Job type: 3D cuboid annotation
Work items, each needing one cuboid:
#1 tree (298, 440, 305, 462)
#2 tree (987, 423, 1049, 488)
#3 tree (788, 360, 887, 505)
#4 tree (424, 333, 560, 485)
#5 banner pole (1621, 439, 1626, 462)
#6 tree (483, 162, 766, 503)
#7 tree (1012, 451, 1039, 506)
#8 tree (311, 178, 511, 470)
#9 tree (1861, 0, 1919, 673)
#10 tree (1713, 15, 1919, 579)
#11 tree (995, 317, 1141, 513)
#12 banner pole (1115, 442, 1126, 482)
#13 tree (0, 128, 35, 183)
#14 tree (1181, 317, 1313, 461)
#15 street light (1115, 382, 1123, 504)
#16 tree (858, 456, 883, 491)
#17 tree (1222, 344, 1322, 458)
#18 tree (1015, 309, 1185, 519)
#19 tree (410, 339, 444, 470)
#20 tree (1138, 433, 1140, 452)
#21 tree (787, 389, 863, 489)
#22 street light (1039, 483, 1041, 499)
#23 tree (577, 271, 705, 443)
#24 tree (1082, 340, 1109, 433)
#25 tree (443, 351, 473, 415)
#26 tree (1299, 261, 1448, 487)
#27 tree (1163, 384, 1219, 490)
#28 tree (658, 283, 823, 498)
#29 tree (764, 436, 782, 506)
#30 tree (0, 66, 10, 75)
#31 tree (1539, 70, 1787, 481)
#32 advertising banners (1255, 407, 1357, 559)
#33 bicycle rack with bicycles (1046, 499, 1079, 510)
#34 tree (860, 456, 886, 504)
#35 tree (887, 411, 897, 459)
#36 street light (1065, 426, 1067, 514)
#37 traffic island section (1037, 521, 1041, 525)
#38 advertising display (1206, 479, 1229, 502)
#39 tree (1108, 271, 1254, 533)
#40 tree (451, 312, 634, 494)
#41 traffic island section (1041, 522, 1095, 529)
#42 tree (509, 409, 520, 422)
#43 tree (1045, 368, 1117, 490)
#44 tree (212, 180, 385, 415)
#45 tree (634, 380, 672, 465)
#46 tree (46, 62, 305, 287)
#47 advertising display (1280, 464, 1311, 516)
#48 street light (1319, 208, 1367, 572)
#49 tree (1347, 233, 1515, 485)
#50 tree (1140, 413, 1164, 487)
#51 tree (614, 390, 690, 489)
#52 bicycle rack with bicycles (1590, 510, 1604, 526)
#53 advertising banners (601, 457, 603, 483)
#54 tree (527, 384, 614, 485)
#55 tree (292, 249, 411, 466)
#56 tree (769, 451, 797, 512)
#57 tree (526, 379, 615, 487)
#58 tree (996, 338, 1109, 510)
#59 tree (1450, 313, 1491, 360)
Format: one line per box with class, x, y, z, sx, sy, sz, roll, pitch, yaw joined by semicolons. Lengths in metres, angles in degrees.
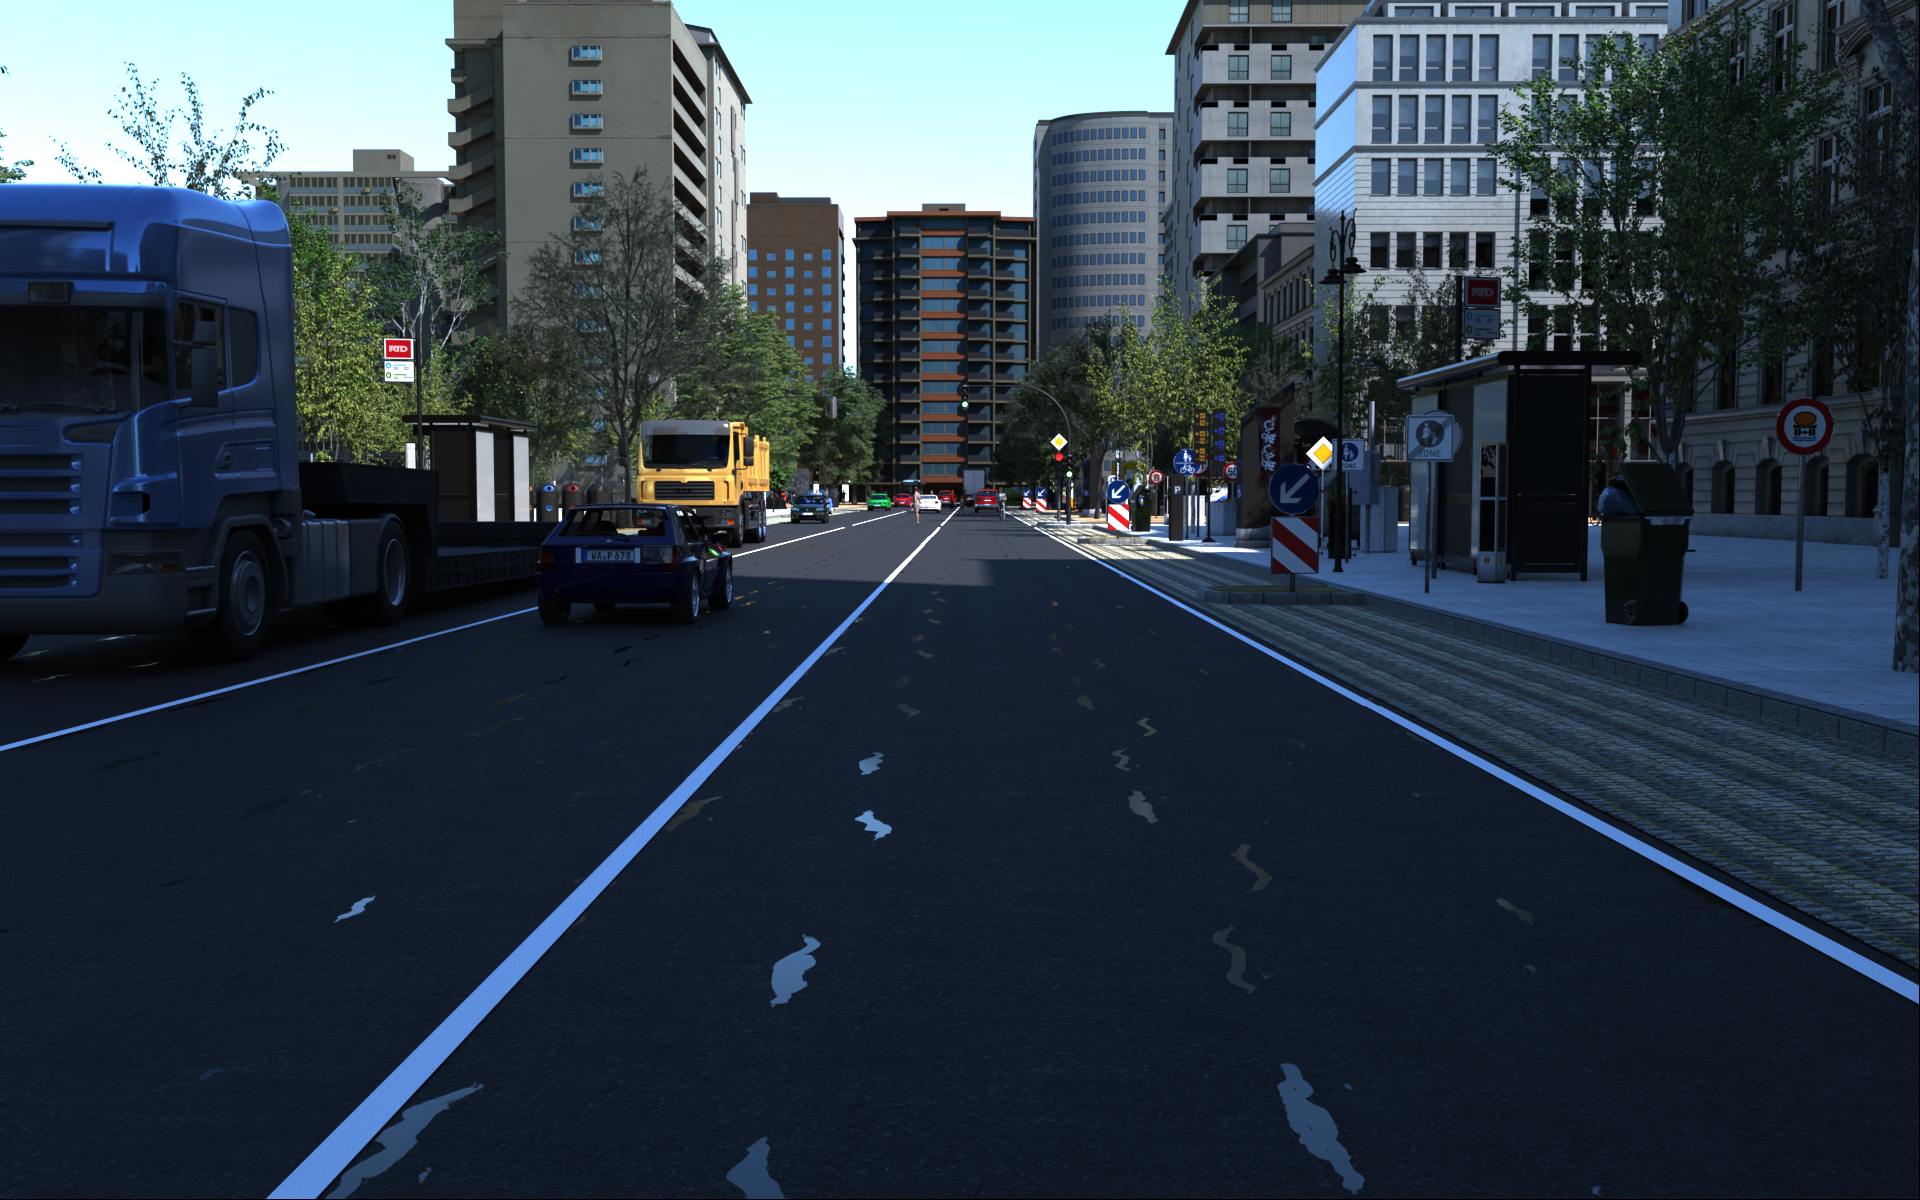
tree;-61.939;-11.174;145.595;20.602;7.101;11.467;1;4;17
tree;8.018;-19.212;231.122;9.611;12.733;9.660;0;3;0
tree;-12.221;-15.869;166.116;9.857;13.997;8.962;0;3;0
tree;-32.275;-12.448;120.525;9.611;12.733;9.660;0;3;0
banner pole;30.383;-5.471;79.467;0.401;3.779;0.863;1;4;10
tree;-12.447;-9.431;64.574;12.009;13.543;11.850;0;3;0
tree;8.187;-15.359;201.487;4.737;8.622;4.395;0;3;0
tree;-34.193;-15.352;106.890;12.611;20.169;13.585;0;3;0
tree;8.078;-9.606;12.947;12.611;20.169;13.585;0;3;0
tree;13.792;-4.633;26.106;4.360;8.622;3.978;0;3;0
tree;7.699;-12.796;119.583;12.009;13.543;11.850;0;3;0
banner pole;7.712;-5.688;83.016;0.863;3.779;0.401;-3;5;-40
tree;-34.442;-9.327;59.157;9.857;13.997;8.962;0;3;0
tree;16.562;-10.686;100.465;9.928;11.665;9.643;0;3;0
street light;6.559;-6.011;71.062;0.468;5.910;1.993;0;4;0
tree;-12.174;-17.037;228.915;4.737;8.622;4.395;0;3;0
tree;15.622;-8.257;85.366;4.360;8.622;3.978;0;3;0
tree;7.011;-9.406;88.193;8.767;10.594;7.601;0;4;-2
tree;-24.062;-7.252;68.940;4.737;8.622;4.395;0;3;0
tree;16.784;-12.061;147.559;4.360;8.622;3.978;0;3;0
tree;-12.331;-13.487;154.920;7.601;10.594;8.767;-1;4;-23
street light;7.163;-11.151;155.100;0.468;5.910;1.993;0;4;0
tree;-27.191;-17.784;146.660;12.611;20.169;13.585;0;3;0
tree;6.712;-6.970;64.328;4.737;8.622;4.395;0;3;0
tree;-25.404;-8.095;82.723;4.737;8.622;4.395;0;3;0
tree;12.544;-6.363;54.393;4.737;8.622;4.395;0;3;0
tree;16.078;-9.769;110.079;4.360;8.622;3.978;0;3;0
tree;-12.630;-10.737;93.683;7.486;12.596;7.792;0;3;0
tree;-15.484;-11.301;135.139;4.737;8.622;4.395;0;3;0
tree;-12.875;-4.223;19.414;4.737;8.622;4.395;0;3;0
tree;12.668;-4.930;30.962;4.737;8.622;4.395;0;3;0
advertising banners;6.872;-2.345;34.531;2.074;3.025;0.090;2;4;26
bicycle rack with bicycles;8.010;-7.590;137.472;2.925;0.926;2.852;3;5;40
tree;-11.719;-16.525;220.551;4.360;8.622;3.978;0;3;0
tree;-12.166;-17.819;197.994;9.857;13.997;8.962;0;3;0
street light;6.865;-8.530;112.252;0.468;5.910;1.993;0;4;0
traffic island section;4.610;-3.557;80.434;2.009;0.180;2.903;0;4;0
advertising display;10.798;-4.130;72.738;0.974;1.923;0.123;-1;4;-13
tree;7.383;-6.485;56.386;4.737;8.622;4.395;0;3;0
tree;-22.320;-9.480;89.416;8.767;10.594;7.601;0;4;4
traffic island section;4.555;-3.068;72.449;2.009;0.180;2.903;0;4;0
tree;-38.797;-12.410;153.266;4.360;8.622;3.978;0;3;0
tree;6.966;-9.040;98.160;4.360;8.622;3.978;0;3;0
tree;-23.690;-8.142;58.875;9.928;11.665;9.643;0;3;0
tree;-24.781;-12.100;132.247;8.767;10.594;7.601;3;4;37
tree;-13.076;-4.844;29.563;4.360;8.622;3.978;0;3;0
advertising display;7.166;-1.943;36.985;0.974;1.923;0.123;-3;5;-45
street light;6.226;-3.398;28.350;0.468;5.910;1.993;0;4;0
tree;13.200;-6.003;48.507;4.360;8.622;3.978;0;3;0
tree;17.937;-11.704;141.715;4.360;8.622;3.978;0;3;0
tree;-21.278;-10.135;116.070;4.737;8.622;4.395;0;3;0
bicycle rack with bicycles;26.568;-3.415;69.214;2.925;0.926;2.852;-1;4;-9
advertising banners;-16.704;-5.191;81.054;0.090;3.025;2.074;-1;4;-14
tree;-23.925;-9.285;102.178;4.737;8.622;4.395;0;3;0
tree;-18.942;-6.175;51.323;4.737;8.622;4.395;0;3;0
tree;-13.108;-8.454;121.929;4.285;4.588;4.351;0;3;0
tree;-24.018;-9.669;108.455;4.360;8.622;3.978;0;3;0
tree;7.997;-14.371;141.622;9.857;13.997;8.962;0;3;0
tree;18.380;-7.131;66.952;4.737;8.622;4.395;0;3;0
